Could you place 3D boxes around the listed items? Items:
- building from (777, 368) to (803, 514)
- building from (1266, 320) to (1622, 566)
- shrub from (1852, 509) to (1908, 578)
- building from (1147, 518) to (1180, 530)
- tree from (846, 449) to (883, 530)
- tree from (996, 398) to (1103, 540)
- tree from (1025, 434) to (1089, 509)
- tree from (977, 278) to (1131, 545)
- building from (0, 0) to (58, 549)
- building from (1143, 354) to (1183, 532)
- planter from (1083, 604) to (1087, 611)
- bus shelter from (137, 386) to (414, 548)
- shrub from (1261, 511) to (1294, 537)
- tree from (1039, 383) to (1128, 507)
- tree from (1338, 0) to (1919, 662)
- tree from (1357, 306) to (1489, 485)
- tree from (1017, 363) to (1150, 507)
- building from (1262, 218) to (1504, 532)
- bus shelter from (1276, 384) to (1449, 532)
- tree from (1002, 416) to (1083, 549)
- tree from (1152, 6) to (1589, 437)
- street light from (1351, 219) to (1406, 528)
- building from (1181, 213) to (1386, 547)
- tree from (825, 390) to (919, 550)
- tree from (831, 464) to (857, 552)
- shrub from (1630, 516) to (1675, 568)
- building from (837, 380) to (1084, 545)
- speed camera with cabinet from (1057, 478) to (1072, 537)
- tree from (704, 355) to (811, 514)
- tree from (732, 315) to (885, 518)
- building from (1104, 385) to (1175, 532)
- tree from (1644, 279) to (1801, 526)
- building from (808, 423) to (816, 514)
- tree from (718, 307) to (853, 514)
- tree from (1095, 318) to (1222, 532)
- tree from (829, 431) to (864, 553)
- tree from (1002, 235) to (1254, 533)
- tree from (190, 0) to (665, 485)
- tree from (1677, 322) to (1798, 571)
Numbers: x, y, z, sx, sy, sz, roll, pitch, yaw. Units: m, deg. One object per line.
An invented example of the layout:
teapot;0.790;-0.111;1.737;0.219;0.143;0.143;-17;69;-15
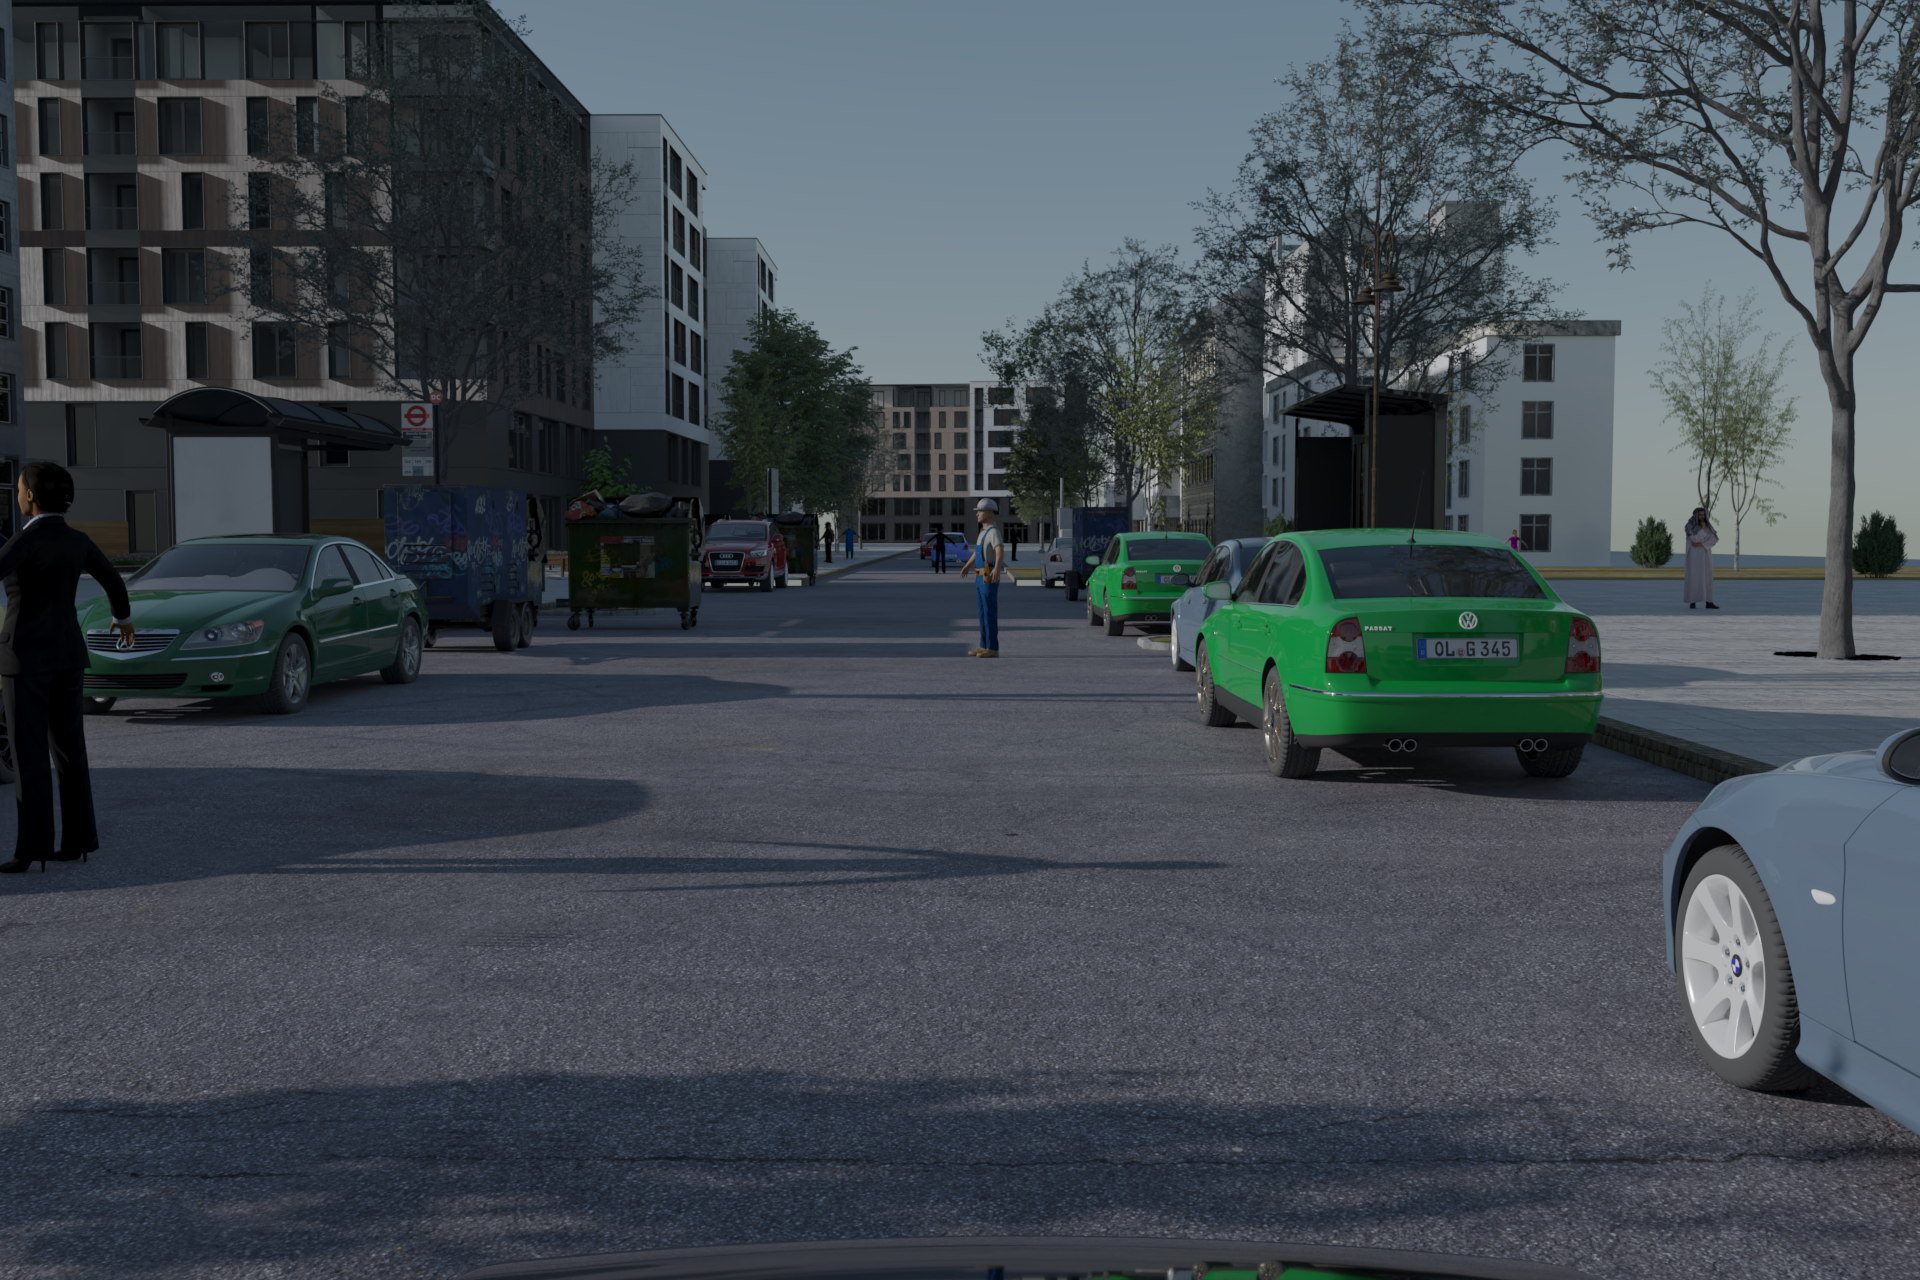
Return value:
building;-23.208;-20.213;186.907;16.016;20.090;11.380;0;4;0
building;21.402;-8.560;82.111;9.099;9.664;28.070;0;4;0
shrub;26.989;-2.845;50.936;1.690;2.028;1.600;0;3;0
building;26.697;-20.925;198.546;16.016;20.090;11.380;0;3;0
tree;-8.549;-11.093;131.728;4.360;8.622;3.978;0;3;0
tree;5.976;-10.981;113.952;7.601;10.594;8.767;1;4;15
tree;6.336;-9.471;105.215;4.737;8.622;4.395;0;3;0
tree;7.210;-16.766;130.018;12.611;20.169;13.585;0;3;0
building;-32.345;-13.511;39.316;11.959;24.771;22.079;0;4;1
building;24.470;-19.914;182.005;16.016;20.090;11.380;0;4;1
planter;3.363;-0.721;32.920;1.991;0.319;1.994;0;3;0
bus shelter;-10.226;-1.993;26.504;2.014;3.302;5.546;0;4;0
shrub;10.405;-3.162;56.120;1.690;2.028;1.600;0;3;0
tree;6.363;-7.953;80.399;4.360;8.622;3.978;0;3;0
tree;8.994;-6.546;17.393;12.009;13.543;11.850;0;3;0
tree;14.095;-6.409;55.143;4.360;8.622;3.978;0;3;0
tree;6.624;-9.748;93.798;7.601;10.594;8.767;-1;4;-10
building;24.634;-15.542;110.525;16.016;20.090;11.380;0;3;0
bus shelter;6.873;-2.378;30.171;1.731;3.624;6.357;0;4;1
tree;7.163;-13.962;146.402;7.486;12.596;7.792;0;3;0
tree;9.385;-7.948;40.322;12.009;13.543;11.850;0;3;0
street light;6.214;-3.247;25.880;0.468;5.910;1.993;0;4;0
building;26.579;-18.052;126.086;19.493;23.208;18.063;0;4;0
tree;-8.295;-14.213;142.749;12.009;13.543;11.850;0;3;0
tree;-8.706;-10.629;124.152;4.360;8.622;3.978;0;3;0
shrub;25.942;-3.702;64.942;1.690;2.028;1.600;0;3;0
building;0.733;-24.299;243.726;32.646;21.610;27.936;0;4;7
speed camera with cabinet;3.776;-4.050;60.549;0.660;3.252;2.038;0;4;1
tree;-8.497;-7.457;72.281;4.737;8.622;4.395;0;3;0
tree;-8.855;-11.851;100.418;9.857;13.997;8.962;0;3;0
building;23.240;-22.013;216.326;16.016;20.090;11.380;0;4;1
tree;21.807;-6.157;51.031;4.360;8.622;3.978;0;3;0
building;-27.763;-23.212;210.446;19.493;23.208;18.063;0;4;1
tree;-8.827;-10.330;87.024;7.486;12.596;7.792;0;3;0
tree;6.828;-6.698;59.868;4.737;8.622;4.395;0;3;0
tree;-8.203;-10.097;115.452;4.737;8.622;4.395;0;3;0
tree;6.980;-9.793;70.483;12.009;13.543;11.850;0;3;0
tree;-11.668;-7.866;38.978;12.009;13.543;11.850;0;3;0
tree;26.992;-6.694;59.810;4.360;8.622;3.978;0;3;0
